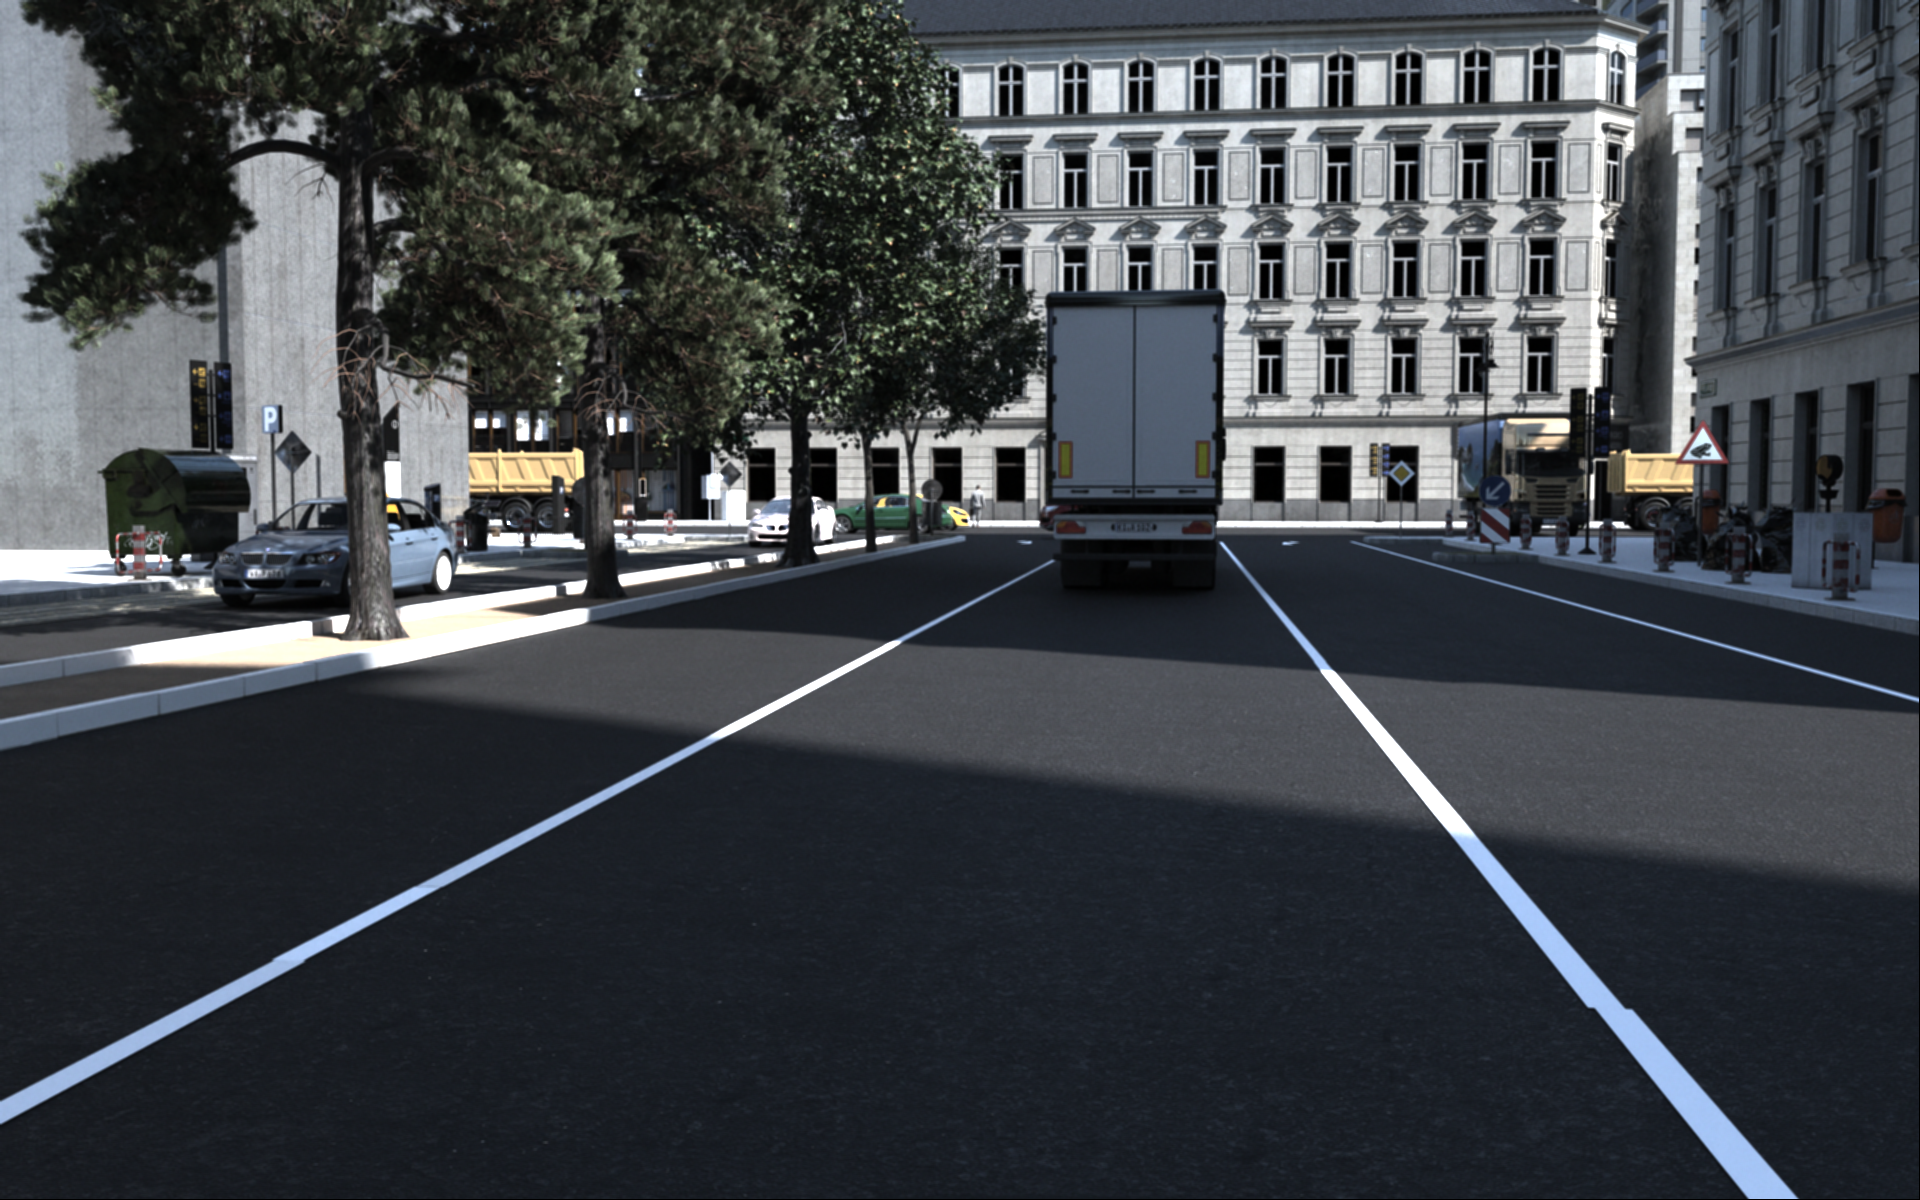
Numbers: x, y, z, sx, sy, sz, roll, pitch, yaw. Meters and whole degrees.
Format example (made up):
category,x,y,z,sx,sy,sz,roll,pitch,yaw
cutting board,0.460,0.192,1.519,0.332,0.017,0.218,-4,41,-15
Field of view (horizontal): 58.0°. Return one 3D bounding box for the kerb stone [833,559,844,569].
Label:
category,x,y,z,sx,sy,sz,roll,pitch,yaw
kerb stone,-2.432,-0.662,33.151,0.120,0.150,1.000,0,4,7

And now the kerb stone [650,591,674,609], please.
category,x,y,z,sx,sy,sz,roll,pitch,yaw
kerb stone,-3.857,0.016,21.935,0.120,0.150,1.000,0,4,7

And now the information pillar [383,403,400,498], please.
category,x,y,z,sx,sy,sz,roll,pitch,yaw
information pillar,-14.553,-3.245,44.412,0.183,3.616,0.504,2,4,25

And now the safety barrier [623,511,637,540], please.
category,x,y,z,sx,sy,sz,roll,pitch,yaw
safety barrier,-9.245,-2.095,48.522,0.300,0.817,1.120,0,4,7

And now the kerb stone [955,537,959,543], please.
category,x,y,z,sx,sy,sz,roll,pitch,yaw
kerb stone,-0.223,-1.724,50.507,0.120,0.150,1.000,0,4,7

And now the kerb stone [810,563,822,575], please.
category,x,y,z,sx,sy,sz,roll,pitch,yaw
kerb stone,-2.686,-0.545,31.114,0.120,0.150,1.000,0,4,7

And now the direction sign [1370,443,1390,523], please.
category,x,y,z,sx,sy,sz,roll,pitch,yaw
direction sign,18.751,-5.225,77.432,0.876,3.537,0.379,0,4,0

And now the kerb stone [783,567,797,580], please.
category,x,y,z,sx,sy,sz,roll,pitch,yaw
kerb stone,-2.950,-0.421,29.076,0.120,0.150,1.000,0,4,7

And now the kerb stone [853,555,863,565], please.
category,x,y,z,sx,sy,sz,roll,pitch,yaw
kerb stone,-2.176,-0.790,35.192,0.120,0.150,1.000,0,4,7

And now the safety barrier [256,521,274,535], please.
category,x,y,z,sx,sy,sz,roll,pitch,yaw
safety barrier,-11.674,-0.930,29.478,0.300,0.817,1.120,0,4,7

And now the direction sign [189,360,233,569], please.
category,x,y,z,sx,sy,sz,roll,pitch,yaw
direction sign,-12.800,-2.305,29.685,0.379,3.537,0.876,1,4,23

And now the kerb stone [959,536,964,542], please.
category,x,y,z,sx,sy,sz,roll,pitch,yaw
kerb stone,-0.084,-1.791,51.533,0.120,0.150,1.000,0,4,7

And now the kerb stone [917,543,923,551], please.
category,x,y,z,sx,sy,sz,roll,pitch,yaw
kerb stone,-1.135,-1.294,43.354,0.120,0.150,1.000,0,4,7

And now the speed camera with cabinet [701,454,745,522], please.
category,x,y,z,sx,sy,sz,roll,pitch,yaw
speed camera with cabinet,-11.104,-5.314,81.221,2.038,3.252,0.660,-3,4,-37

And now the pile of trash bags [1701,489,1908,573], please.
category,x,y,z,sx,sy,sz,roll,pitch,yaw
pile of trash bags,14.398,-1.183,29.096,3.447,1.369,1.912,-1,4,-16

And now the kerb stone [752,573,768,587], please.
category,x,y,z,sx,sy,sz,roll,pitch,yaw
kerb stone,-3.212,-0.291,27.038,0.120,0.150,1.000,0,4,7

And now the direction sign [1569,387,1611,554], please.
category,x,y,z,sx,sy,sz,roll,pitch,yaw
direction sign,13.399,-2.747,36.903,0.876,3.537,0.379,3,5,44

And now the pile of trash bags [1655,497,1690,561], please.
category,x,y,z,sx,sy,sz,roll,pitch,yaw
pile of trash bags,14.785,-1.498,34.246,1.912,1.369,3.447,2,4,24

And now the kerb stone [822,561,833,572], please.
category,x,y,z,sx,sy,sz,roll,pitch,yaw
kerb stone,-2.559,-0.608,32.131,0.120,0.150,1.000,0,4,7

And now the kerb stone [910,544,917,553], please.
category,x,y,z,sx,sy,sz,roll,pitch,yaw
kerb stone,-1.256,-1.224,42.337,0.120,0.150,1.000,0,4,7

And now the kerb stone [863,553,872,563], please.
category,x,y,z,sx,sy,sz,roll,pitch,yaw
kerb stone,-2.046,-0.857,36.213,0.120,0.150,1.000,0,4,7

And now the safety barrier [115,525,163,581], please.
category,x,y,z,sx,sy,sz,roll,pitch,yaw
safety barrier,-12.161,-0.697,25.667,0.300,0.817,1.120,0,4,7

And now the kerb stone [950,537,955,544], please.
category,x,y,z,sx,sy,sz,roll,pitch,yaw
kerb stone,-0.351,-1.669,49.487,0.120,0.150,1.000,0,4,7

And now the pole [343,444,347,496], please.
category,x,y,z,sx,sy,sz,roll,pitch,yaw
pole,-14.292,-2.853,40.493,0.158,3.312,0.155,0,3,0

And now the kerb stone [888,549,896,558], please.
category,x,y,z,sx,sy,sz,roll,pitch,yaw
kerb stone,-1.655,-1.044,39.268,0.120,0.150,1.000,0,4,7

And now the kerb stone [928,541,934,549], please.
category,x,y,z,sx,sy,sz,roll,pitch,yaw
kerb stone,-0.874,-1.420,45.411,0.120,0.150,1.000,0,4,7

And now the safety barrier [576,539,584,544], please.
category,x,y,z,sx,sy,sz,roll,pitch,yaw
safety barrier,-9.735,-1.862,44.714,0.300,0.817,1.120,0,4,7

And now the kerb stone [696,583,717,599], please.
category,x,y,z,sx,sy,sz,roll,pitch,yaw
kerb stone,-3.595,-0.106,23.976,0.120,0.150,1.000,0,4,7

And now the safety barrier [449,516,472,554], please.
category,x,y,z,sx,sy,sz,roll,pitch,yaw
safety barrier,-10.703,-1.396,37.095,0.300,0.817,1.120,0,4,7

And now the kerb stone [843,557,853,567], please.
category,x,y,z,sx,sy,sz,roll,pitch,yaw
kerb stone,-2.309,-0.733,34.175,0.120,0.150,1.000,0,4,7

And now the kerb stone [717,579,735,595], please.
category,x,y,z,sx,sy,sz,roll,pitch,yaw
kerb stone,-3.470,-0.171,24.994,0.120,0.150,1.000,0,4,7

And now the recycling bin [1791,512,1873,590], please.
category,x,y,z,sx,sy,sz,roll,pitch,yaw
recycling bin,11.820,-0.668,23.480,0.722,1.027,0.722,-1,4,-16

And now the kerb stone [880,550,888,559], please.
category,x,y,z,sx,sy,sz,roll,pitch,yaw
kerb stone,-1.785,-0.982,38.251,0.120,0.150,1.000,0,4,7

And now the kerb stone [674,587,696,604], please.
category,x,y,z,sx,sy,sz,roll,pitch,yaw
kerb stone,-3.731,-0.045,22.960,0.120,0.150,1.000,0,4,7

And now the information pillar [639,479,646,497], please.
category,x,y,z,sx,sy,sz,roll,pitch,yaw
information pillar,-15.130,-4.777,82.597,0.304,2.012,0.304,-1,4,-11

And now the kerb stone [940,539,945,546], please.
category,x,y,z,sx,sy,sz,roll,pitch,yaw
kerb stone,-0.618,-1.544,47.444,0.120,0.150,1.000,0,4,7

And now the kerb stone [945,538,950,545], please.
category,x,y,z,sx,sy,sz,roll,pitch,yaw
kerb stone,-0.484,-1.606,48.462,0.120,0.150,1.000,0,4,7

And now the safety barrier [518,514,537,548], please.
category,x,y,z,sx,sy,sz,roll,pitch,yaw
safety barrier,-10.218,-1.629,40.903,0.300,0.817,1.120,0,4,7

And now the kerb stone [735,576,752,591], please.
category,x,y,z,sx,sy,sz,roll,pitch,yaw
kerb stone,-3.346,-0.234,26.014,0.120,0.150,1.000,0,4,7

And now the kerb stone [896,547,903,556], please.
category,x,y,z,sx,sy,sz,roll,pitch,yaw
kerb stone,-1.517,-1.105,40.284,0.120,0.150,1.000,0,4,7

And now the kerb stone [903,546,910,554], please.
category,x,y,z,sx,sy,sz,roll,pitch,yaw
kerb stone,-1.392,-1.169,41.309,0.120,0.150,1.000,0,4,7

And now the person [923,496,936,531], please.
category,x,y,z,sx,sy,sz,roll,pitch,yaw
person,-1.185,-3.545,66.737,0.678,1.792,0.850,-3,5,-40

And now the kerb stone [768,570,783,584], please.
category,x,y,z,sx,sy,sz,roll,pitch,yaw
kerb stone,-3.080,-0.355,28.059,0.120,0.150,1.000,0,4,7

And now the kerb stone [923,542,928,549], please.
category,x,y,z,sx,sy,sz,roll,pitch,yaw
kerb stone,-1.006,-1.357,44.390,0.120,0.150,1.000,0,4,7

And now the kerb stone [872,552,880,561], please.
category,x,y,z,sx,sy,sz,roll,pitch,yaw
kerb stone,-1.910,-0.920,37.233,0.120,0.150,1.000,0,4,7

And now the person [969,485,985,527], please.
category,x,y,z,sx,sy,sz,roll,pitch,yaw
person,0.742,-4.038,74.643,0.709,1.813,0.853,0,4,7

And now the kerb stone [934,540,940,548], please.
category,x,y,z,sx,sy,sz,roll,pitch,yaw
kerb stone,-0.743,-1.482,46.427,0.120,0.150,1.000,0,4,7

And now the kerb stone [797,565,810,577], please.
category,x,y,z,sx,sy,sz,roll,pitch,yaw
kerb stone,-2.819,-0.483,30.097,0.120,0.150,1.000,0,4,7
